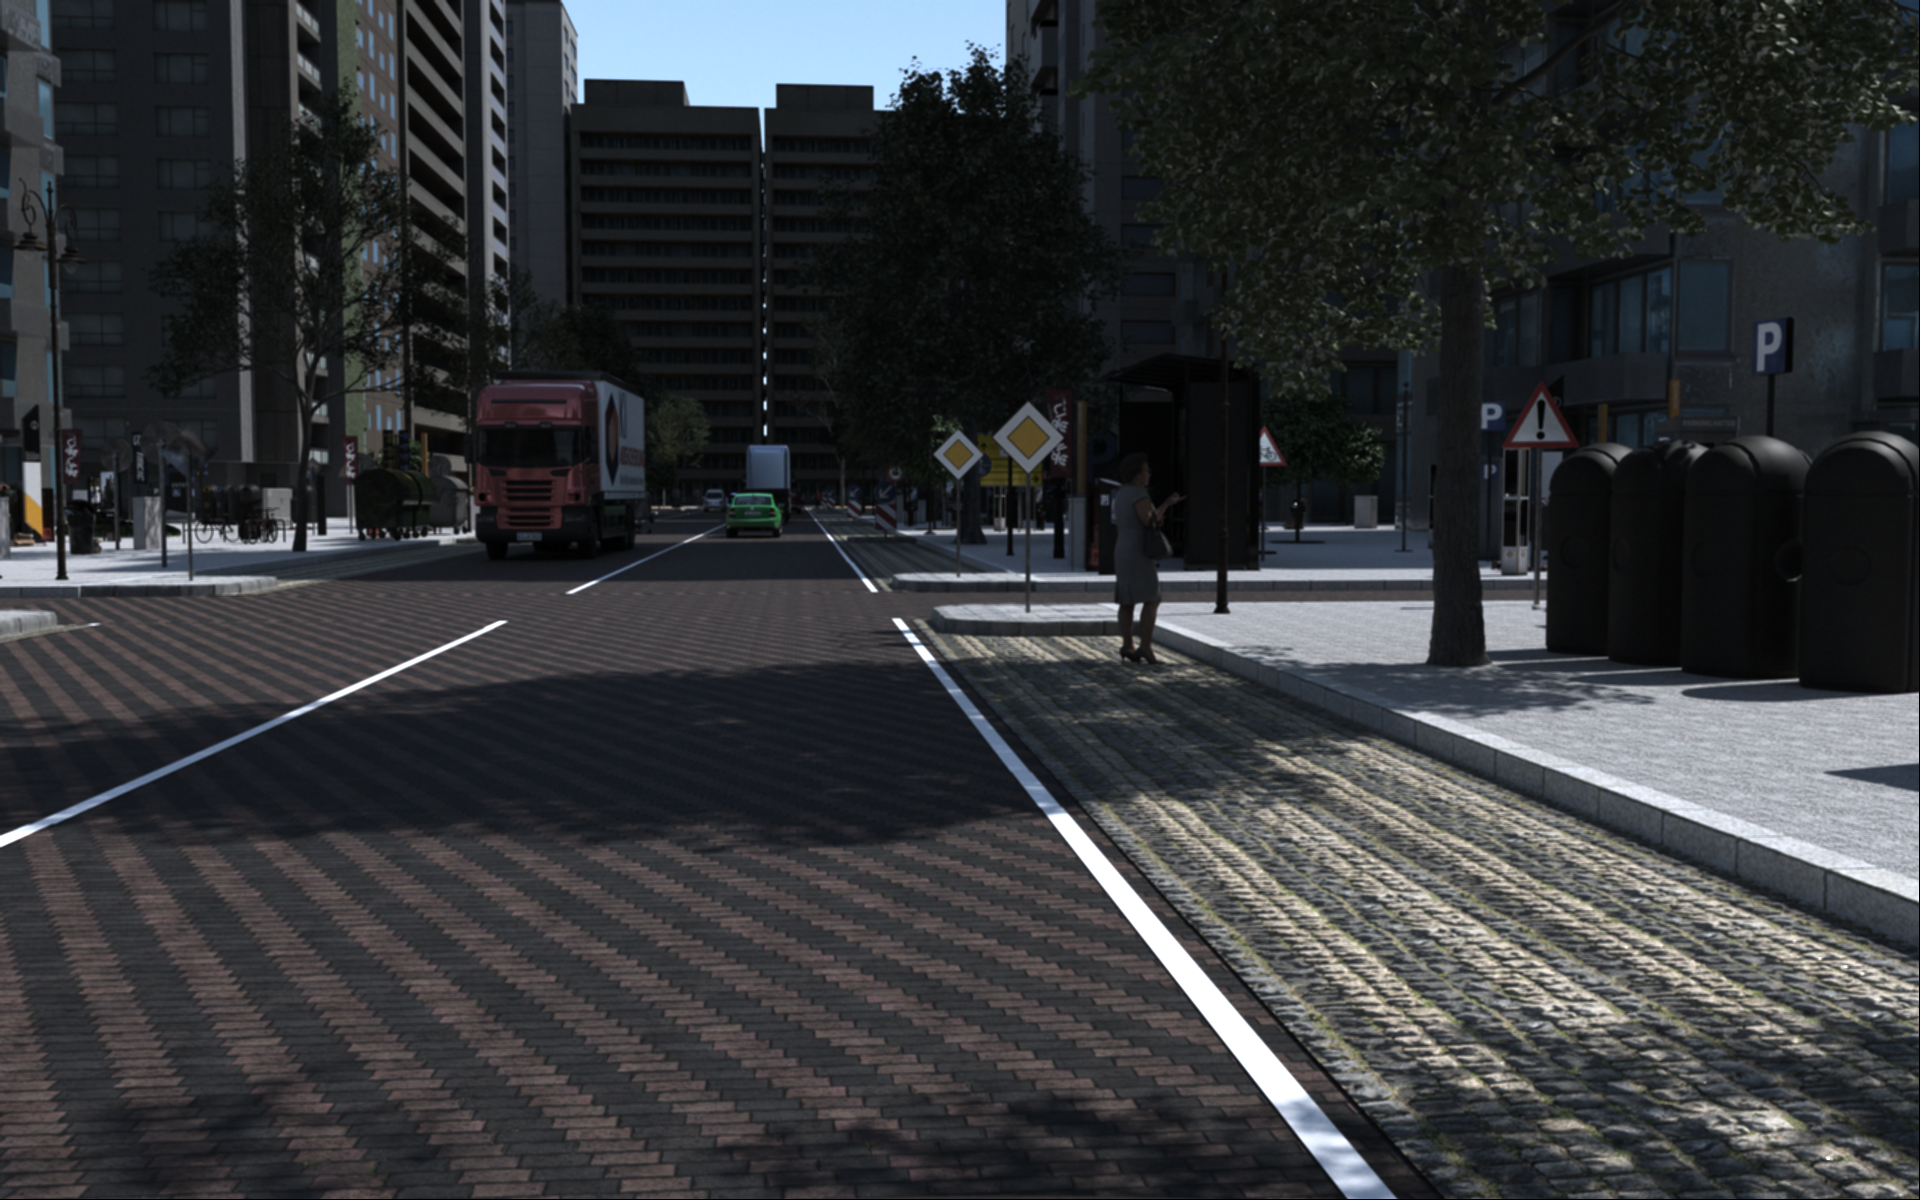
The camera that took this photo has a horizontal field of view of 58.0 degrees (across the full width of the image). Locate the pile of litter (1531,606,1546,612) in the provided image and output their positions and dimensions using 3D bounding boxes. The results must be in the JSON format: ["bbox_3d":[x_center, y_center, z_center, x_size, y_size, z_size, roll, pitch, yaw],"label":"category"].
[{"bbox_3d":[7.142,-0.324,19.260,1.719,0.858,1.176,0,4,-6],"label":"pile of litter"}]

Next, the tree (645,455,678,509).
[{"bbox_3d":[-25.205,-9.860,144.930,4.285,4.588,4.351,0,3,0],"label":"tree"}]

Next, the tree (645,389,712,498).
[{"bbox_3d":[-28.103,-15.007,171.116,9.928,11.665,9.643,0,3,0],"label":"tree"}]

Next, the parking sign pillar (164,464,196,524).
[{"bbox_3d":[-34.264,-5.341,75.800,1.447,3.967,1.447,-1,4,-11],"label":"parking sign pillar"}]

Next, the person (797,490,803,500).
[{"bbox_3d":[-12.595,-7.802,136.591,0.721,1.766,1.217,1,4,12],"label":"person"}]

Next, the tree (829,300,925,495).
[{"bbox_3d":[-2.837,-10.346,87.284,7.486,12.596,7.792,0,3,0],"label":"tree"}]

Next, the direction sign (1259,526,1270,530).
[{"bbox_3d":[10.886,-4.273,61.869,0.876,3.537,0.379,0,4,7],"label":"direction sign"}]

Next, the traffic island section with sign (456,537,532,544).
[{"bbox_3d":[-13.415,-2.539,50.140,1.989,1.847,2.006,0,4,-5],"label":"traffic island section with sign"}]

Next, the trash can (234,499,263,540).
[{"bbox_3d":[-20.054,-2.276,48.864,0.748,1.137,0.748,0,3,0],"label":"trash can"}]

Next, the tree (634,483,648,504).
[{"bbox_3d":[-23.269,-7.949,124.575,1.663,3.219,1.824,0,3,0],"label":"tree"}]

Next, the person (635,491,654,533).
[{"bbox_3d":[-11.515,-3.325,62.960,0.694,1.812,0.767,-3,5,-39],"label":"person"}]

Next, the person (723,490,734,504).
[{"bbox_3d":[-17.777,-7.625,133.890,1.217,1.735,0.721,-2,4,-27],"label":"person"}]

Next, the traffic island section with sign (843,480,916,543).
[{"bbox_3d":[-2.341,-2.603,51.184,1.989,1.847,2.006,0,4,-5],"label":"traffic island section with sign"}]

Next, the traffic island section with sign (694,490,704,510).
[{"bbox_3d":[-23.310,-8.878,153.782,1.989,1.847,2.006,0,4,-5],"label":"traffic island section with sign"}]

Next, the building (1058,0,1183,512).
[{"bbox_3d":[17.513,-35.525,122.838,21.231,58.520,28.212,0,4,-5],"label":"building"}]

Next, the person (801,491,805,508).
[{"bbox_3d":[-16.199,-10.258,176.900,0.721,1.739,1.217,3,4,37],"label":"person"}]

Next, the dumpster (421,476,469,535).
[{"bbox_3d":[-16.443,-3.023,55.178,1.264,1.857,1.865,0,4,-5],"label":"dumpster"}]

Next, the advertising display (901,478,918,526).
[{"bbox_3d":[-1.996,-3.968,70.095,0.123,1.923,0.974,2,4,28],"label":"advertising display"}]

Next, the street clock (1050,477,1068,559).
[{"bbox_3d":[1.976,-1.831,34.509,0.358,2.002,0.471,1,4,16],"label":"street clock"}]

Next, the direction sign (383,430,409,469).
[{"bbox_3d":[-19.917,-4.235,61.238,0.876,3.537,0.379,-2,4,-26],"label":"direction sign"}]

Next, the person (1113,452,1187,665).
[{"bbox_3d":[1.597,-0.347,14.535,0.532,1.782,0.716,-1,4,-19],"label":"person"}]

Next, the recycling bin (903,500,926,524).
[{"bbox_3d":[-1.960,-3.811,74.868,0.722,1.027,0.722,-3,5,-44],"label":"recycling bin"}]

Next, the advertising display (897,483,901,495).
[{"bbox_3d":[-3.148,-5.848,100.832,0.974,1.923,0.123,-1,4,-9],"label":"advertising display"}]

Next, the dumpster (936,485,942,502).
[{"bbox_3d":[-0.860,-5.707,99.072,1.264,1.857,1.865,0,4,-6],"label":"dumpster"}]

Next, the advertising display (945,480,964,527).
[{"bbox_3d":[-0.099,-3.826,67.773,0.974,1.923,0.123,0,4,4],"label":"advertising display"}]

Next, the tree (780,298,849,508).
[{"bbox_3d":[-10.786,-18.947,165.665,12.611,20.169,13.585,0,3,0],"label":"tree"}]

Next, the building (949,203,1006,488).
[{"bbox_3d":[5.377,-34.107,207.764,14.200,45.320,14.600,0,4,-5],"label":"building"}]

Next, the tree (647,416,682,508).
[{"bbox_3d":[-27.752,-12.874,160.856,4.737,8.622,4.395,0,3,0],"label":"tree"}]

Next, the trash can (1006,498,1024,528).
[{"bbox_3d":[2.089,-3.310,65.775,0.748,1.137,0.748,0,3,0],"label":"trash can"}]

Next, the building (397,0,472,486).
[{"bbox_3d":[-47.665,-30.485,122.139,21.300,48.544,21.600,0,4,-5],"label":"building"}]

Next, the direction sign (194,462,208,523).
[{"bbox_3d":[-34.069,-5.246,77.773,0.379,3.537,0.876,1,4,16],"label":"direction sign"}]

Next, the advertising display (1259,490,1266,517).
[{"bbox_3d":[8.739,-2.874,52.205,0.974,1.923,0.123,1,4,18],"label":"advertising display"}]

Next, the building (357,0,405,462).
[{"bbox_3d":[-42.581,-27.808,104.773,14.600,45.320,14.200,0,4,-5],"label":"building"}]

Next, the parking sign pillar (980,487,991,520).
[{"bbox_3d":[0.665,-5.235,74.067,1.447,3.967,1.447,1,4,21],"label":"parking sign pillar"}]

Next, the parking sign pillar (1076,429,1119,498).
[{"bbox_3d":[4.263,-3.968,53.341,1.447,3.967,1.447,-1,4,-16],"label":"parking sign pillar"}]

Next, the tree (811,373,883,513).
[{"bbox_3d":[-6.182,-11.038,114.881,8.767,10.594,7.601,3,5,39],"label":"tree"}]

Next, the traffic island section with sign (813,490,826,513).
[{"bbox_3d":[-9.673,-7.301,127.992,1.989,1.847,2.006,0,4,-5],"label":"traffic island section with sign"}]

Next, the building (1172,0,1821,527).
[{"bbox_3d":[23.506,-28.656,88.132,23.786,49.044,30.456,0,4,-5],"label":"building"}]

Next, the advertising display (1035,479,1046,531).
[{"bbox_3d":[2.835,-3.418,61.102,0.123,1.923,0.974,-1,4,-13],"label":"advertising display"}]

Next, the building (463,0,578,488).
[{"bbox_3d":[-59.471,-40.510,204.338,28.212,58.520,21.231,0,4,-5],"label":"building"}]

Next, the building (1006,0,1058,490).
[{"bbox_3d":[18.840,-34.363,151.067,28.713,52.752,27.495,0,4,-5],"label":"building"}]

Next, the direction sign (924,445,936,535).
[{"bbox_3d":[-0.951,-3.843,54.832,0.379,3.537,0.876,0,4,3],"label":"direction sign"}]

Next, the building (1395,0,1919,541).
[{"bbox_3d":[29.048,-26.406,51.345,30.456,49.044,23.786,0,4,-5],"label":"building"}]

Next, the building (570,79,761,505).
[{"bbox_3d":[-34.230,-35.670,206.914,21.600,48.544,21.300,0,4,-5],"label":"building"}]

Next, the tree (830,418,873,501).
[{"bbox_3d":[-8.891,-11.818,143.593,4.737,8.622,4.395,0,3,0],"label":"tree"}]

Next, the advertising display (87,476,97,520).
[{"bbox_3d":[-30.126,-3.391,60.658,0.123,1.923,0.974,1,4,17],"label":"advertising display"}]

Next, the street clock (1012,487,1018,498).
[{"bbox_3d":[2.363,-4.361,75.880,0.358,2.002,0.471,-1,4,-9],"label":"street clock"}]

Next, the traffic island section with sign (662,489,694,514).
[{"bbox_3d":[-20.745,-7.237,126.948,1.989,1.847,2.006,0,4,-5],"label":"traffic island section with sign"}]

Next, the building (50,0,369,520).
[{"bbox_3d":[-40.098,-24.886,90.486,14.154,41.232,14.086,0,4,-5],"label":"building"}]

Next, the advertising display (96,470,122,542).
[{"bbox_3d":[-23.009,-2.552,46.934,0.974,1.923,0.123,3,4,38],"label":"advertising display"}]

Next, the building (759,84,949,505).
[{"bbox_3d":[-12.748,-35.809,209.176,21.600,48.544,21.300,0,4,-5],"label":"building"}]

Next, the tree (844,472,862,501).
[{"bbox_3d":[-9.177,-9.357,147.587,1.663,3.219,1.824,0,3,0],"label":"tree"}]

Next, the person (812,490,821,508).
[{"bbox_3d":[-13.270,-9.343,161.201,1.348,1.831,0.705,-3,5,-40],"label":"person"}]

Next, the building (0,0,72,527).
[{"bbox_3d":[-44.018,-26.573,54.075,23.786,49.044,30.456,0,4,-5],"label":"building"}]

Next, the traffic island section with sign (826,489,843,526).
[{"bbox_3d":[-4.905,-4.244,78.017,1.989,1.847,2.006,0,4,-5],"label":"traffic island section with sign"}]
